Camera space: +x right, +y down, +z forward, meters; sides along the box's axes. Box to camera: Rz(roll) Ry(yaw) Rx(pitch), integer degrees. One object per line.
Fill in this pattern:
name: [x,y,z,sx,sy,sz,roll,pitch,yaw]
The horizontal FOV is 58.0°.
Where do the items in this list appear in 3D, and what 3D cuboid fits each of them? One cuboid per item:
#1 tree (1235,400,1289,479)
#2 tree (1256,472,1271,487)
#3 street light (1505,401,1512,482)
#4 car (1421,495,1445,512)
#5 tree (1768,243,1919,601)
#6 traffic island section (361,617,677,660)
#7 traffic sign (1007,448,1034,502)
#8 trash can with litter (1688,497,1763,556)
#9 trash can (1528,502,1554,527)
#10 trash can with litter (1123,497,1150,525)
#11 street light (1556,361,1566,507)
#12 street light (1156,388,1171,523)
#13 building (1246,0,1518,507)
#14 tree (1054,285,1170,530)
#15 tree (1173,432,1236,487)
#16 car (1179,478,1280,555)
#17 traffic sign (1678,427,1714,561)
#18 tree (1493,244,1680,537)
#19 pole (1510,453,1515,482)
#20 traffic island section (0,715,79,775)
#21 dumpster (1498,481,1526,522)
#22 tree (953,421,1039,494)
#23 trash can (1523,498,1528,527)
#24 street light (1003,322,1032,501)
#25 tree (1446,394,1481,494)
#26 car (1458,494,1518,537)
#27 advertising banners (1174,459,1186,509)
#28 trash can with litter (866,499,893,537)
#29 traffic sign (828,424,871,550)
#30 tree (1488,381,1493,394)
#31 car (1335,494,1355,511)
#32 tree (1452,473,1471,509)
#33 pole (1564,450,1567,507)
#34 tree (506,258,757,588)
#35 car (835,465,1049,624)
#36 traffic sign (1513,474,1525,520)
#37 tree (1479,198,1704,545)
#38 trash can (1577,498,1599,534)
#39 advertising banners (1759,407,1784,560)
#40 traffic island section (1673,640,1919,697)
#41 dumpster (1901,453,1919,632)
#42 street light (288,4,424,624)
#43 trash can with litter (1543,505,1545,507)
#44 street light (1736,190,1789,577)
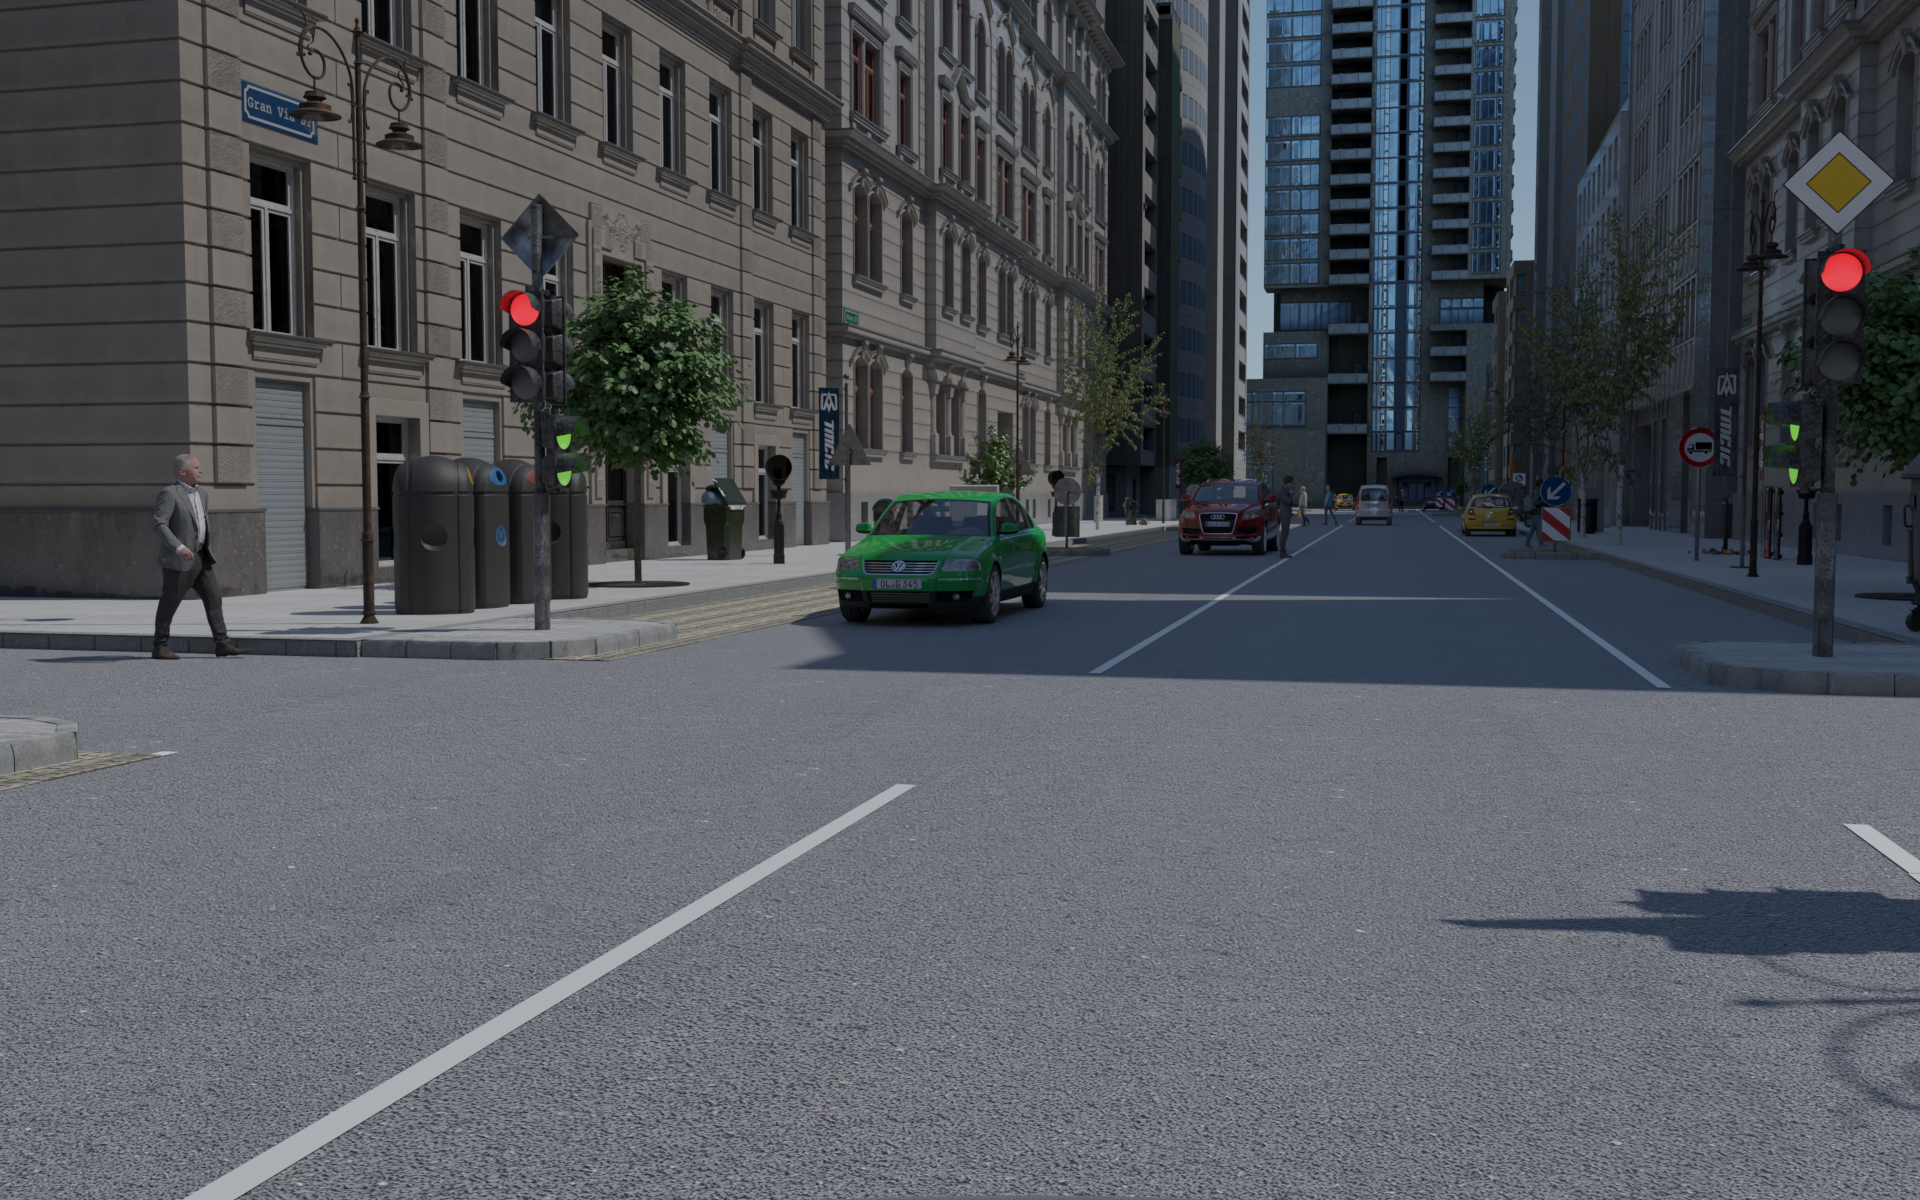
tree: [23.403,-11.323,135.488,4.360,8.622,3.978,0,3,0]
tree: [24.624,-8.939,140.762,1.663,3.219,1.824,0,3,0]
street light: [26.836,-6.853,84.834,0.468,5.910,1.993,1,4,14]
car: [38.987,-7.957,142.669,1.945,1.354,3.894,1,4,13]
tree: [11.817,-2.297,21.263,4.285,4.588,4.351,0,3,0]
traffic island section: [-3.968,0.360,16.396,2.009,0.180,2.903,1,4,14]
traffic sign: [1.644,-2.963,48.451,0.884,2.594,0.081,1,4,18]
trash can with litter: [16.562,-1.602,37.248,1.678,1.210,2.233,1,4,20]
trash can: [20.453,-2.981,60.387,0.748,1.137,0.748,0,3,0]
trash can with litter: [7.296,-3.680,71.554,1.055,1.170,0.624,0,4,-6]
street light: [19.447,-5.076,55.781,0.468,5.910,1.993,1,4,14]
street light: [8.914,-6.299,75.775,0.468,5.910,1.993,1,4,14]
building: [44.132,-53.089,180.674,31.000,86.520,22.319,1,4,14]
tree: [5.151,-6.831,62.055,4.737,8.622,4.395,0,3,0]
tree: [12.869,-6.618,91.923,4.285,4.588,4.351,0,3,0]
car: [6.645,-2.063,42.405,2.281,1.827,5.304,1,4,16]
traffic sign: [14.143,-2.023,33.178,0.768,2.556,0.104,1,4,14]
tree: [18.487,-6.144,50.820,4.360,8.622,3.978,0,3,0]
pole: [27.399,-5.631,85.906,0.158,3.312,0.155,0,3,0]
traffic island section: [-5.915,0.834,8.651,2.009,0.180,2.903,1,4,14]
dumpster: [25.616,-4.564,80.388,1.264,1.857,1.865,1,4,14]
tree: [0.899,-3.037,44.249,1.663,3.219,1.824,0,3,0]
trash can: [22.014,-3.360,66.590,0.748,1.137,0.748,0,3,0]
street light: [1.549,-4.515,46.601,0.468,5.910,1.993,1,4,14]
tree: [37.239,-10.689,125.134,4.737,8.622,4.395,0,3,0]
car: [18.266,-3.035,59.847,2.015,1.641,3.980,1,4,14]
advertising banners: [11.384,-5.507,86.227,2.074,3.025,0.090,-3,4,-37]
trash can with litter: [-1.904,-1.904,42.523,0.624,1.170,1.055,1,4,16]
traffic sign: [-2.056,-1.962,32.081,0.884,2.594,0.081,2,4,24]
tree: [24.401,-7.498,72.948,4.360,8.622,3.978,0,3,0]
car: [33.470,-8.579,150.484,2.015,1.641,3.980,1,4,13]
tree: [44.157,-9.684,152.934,1.663,3.219,1.824,0,3,0]
pole: [27.916,-5.269,79.991,0.158,3.312,0.155,0,3,0]
tree: [-4.444,-2.476,24.200,4.285,4.588,4.351,0,3,0]
car: [-0.121,-0.729,20.708,1.959,1.807,4.718,1,4,14]
traffic sign: [27.480,-5.079,85.173,0.606,2.300,0.079,1,4,15]
tree: [16.425,-5.692,43.420,4.737,8.622,4.395,0,3,0]
trash can: [20.253,-2.706,55.904,0.748,1.137,0.748,0,3,0]
advertising banners: [16.024,-2.330,34.280,0.090,3.025,2.074,1,4,13]
traffic island section: [6.837,0.526,13.685,2.009,0.180,2.903,1,4,14]
dumpster: [9.228,-0.582,15.282,1.264,1.857,1.865,1,4,14]
street light: [-5.854,-2.703,16.986,0.468,5.910,1.993,1,4,14]
trash can with litter: [21.858,-3.235,64.281,1.055,1.170,0.624,1,4,18]
street light: [12.290,-3.295,26.669,0.468,5.910,1.993,1,4,14]
